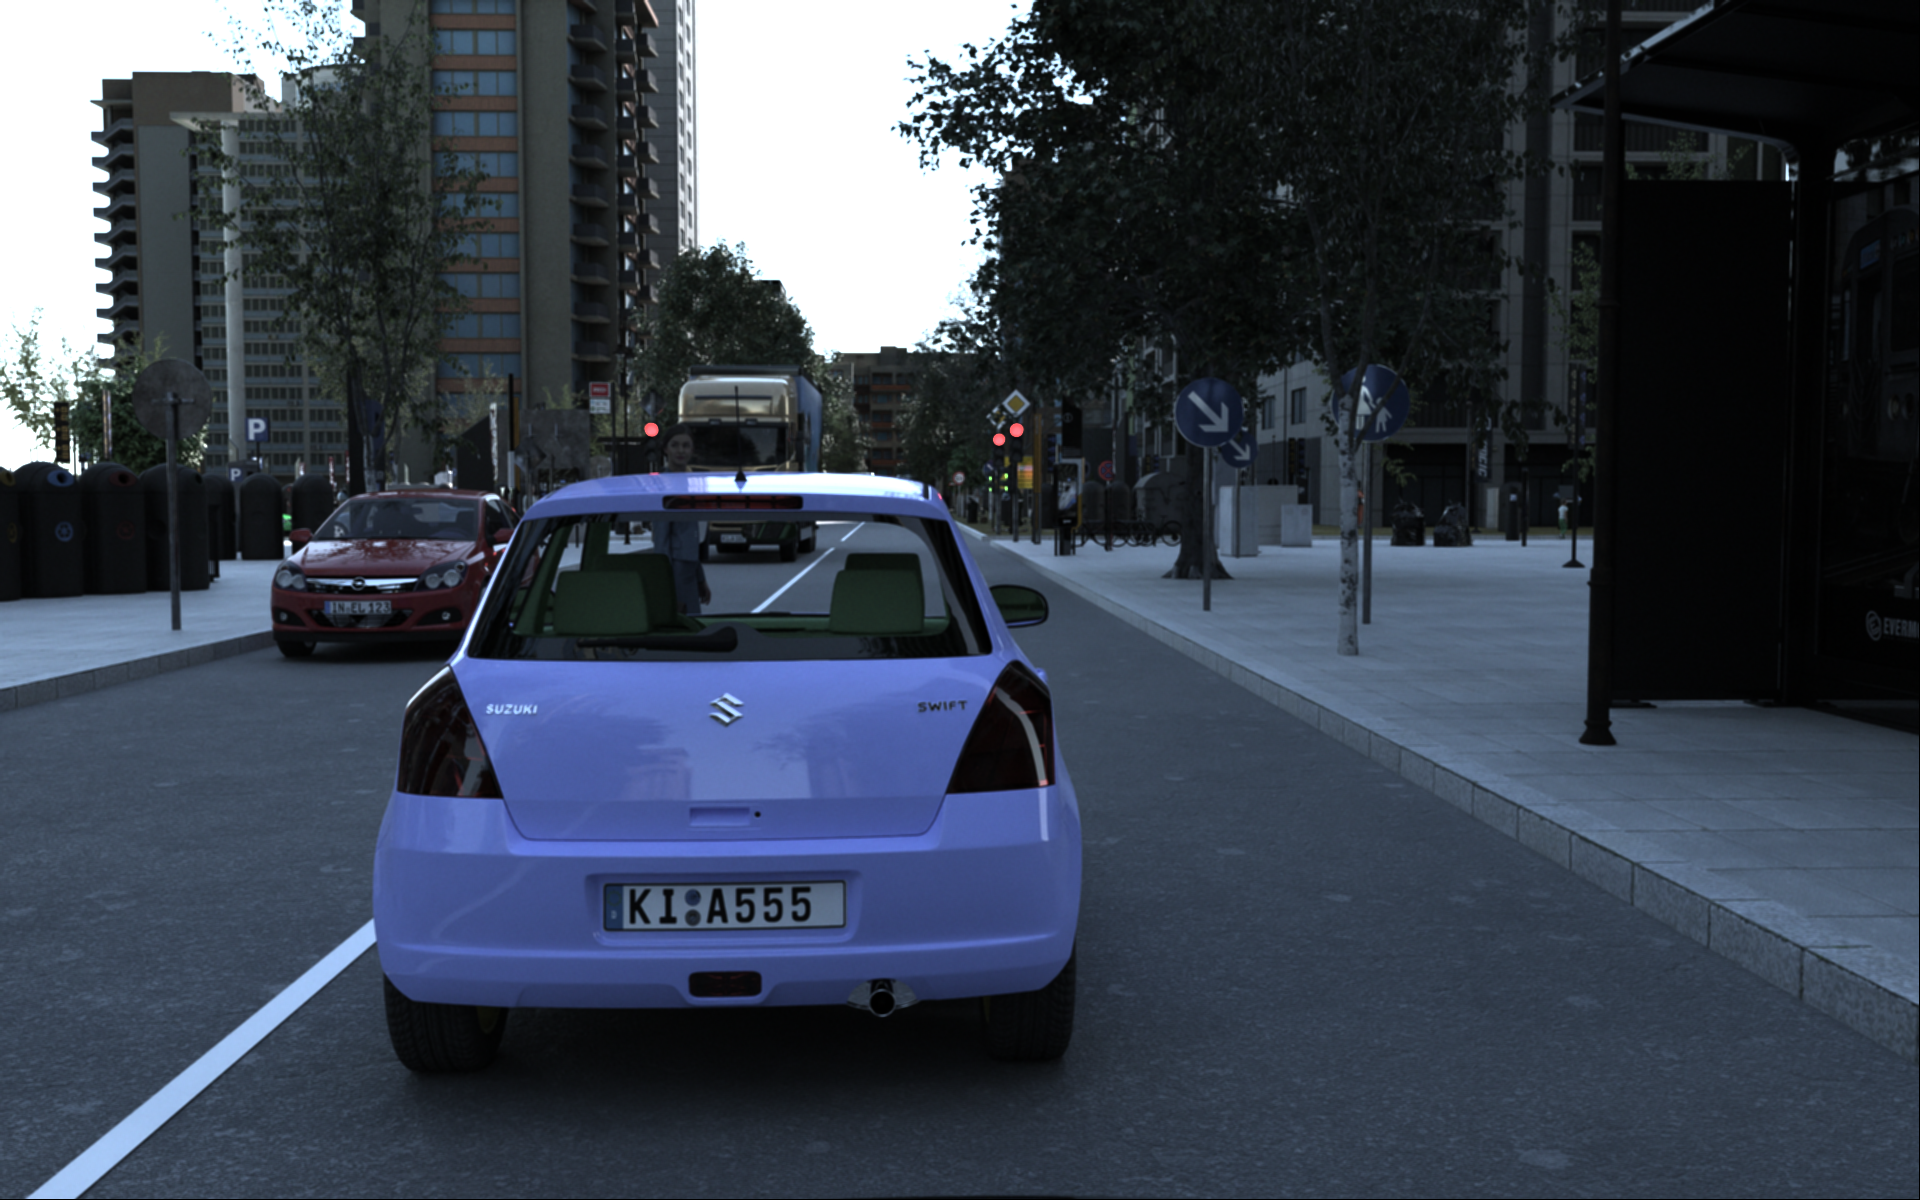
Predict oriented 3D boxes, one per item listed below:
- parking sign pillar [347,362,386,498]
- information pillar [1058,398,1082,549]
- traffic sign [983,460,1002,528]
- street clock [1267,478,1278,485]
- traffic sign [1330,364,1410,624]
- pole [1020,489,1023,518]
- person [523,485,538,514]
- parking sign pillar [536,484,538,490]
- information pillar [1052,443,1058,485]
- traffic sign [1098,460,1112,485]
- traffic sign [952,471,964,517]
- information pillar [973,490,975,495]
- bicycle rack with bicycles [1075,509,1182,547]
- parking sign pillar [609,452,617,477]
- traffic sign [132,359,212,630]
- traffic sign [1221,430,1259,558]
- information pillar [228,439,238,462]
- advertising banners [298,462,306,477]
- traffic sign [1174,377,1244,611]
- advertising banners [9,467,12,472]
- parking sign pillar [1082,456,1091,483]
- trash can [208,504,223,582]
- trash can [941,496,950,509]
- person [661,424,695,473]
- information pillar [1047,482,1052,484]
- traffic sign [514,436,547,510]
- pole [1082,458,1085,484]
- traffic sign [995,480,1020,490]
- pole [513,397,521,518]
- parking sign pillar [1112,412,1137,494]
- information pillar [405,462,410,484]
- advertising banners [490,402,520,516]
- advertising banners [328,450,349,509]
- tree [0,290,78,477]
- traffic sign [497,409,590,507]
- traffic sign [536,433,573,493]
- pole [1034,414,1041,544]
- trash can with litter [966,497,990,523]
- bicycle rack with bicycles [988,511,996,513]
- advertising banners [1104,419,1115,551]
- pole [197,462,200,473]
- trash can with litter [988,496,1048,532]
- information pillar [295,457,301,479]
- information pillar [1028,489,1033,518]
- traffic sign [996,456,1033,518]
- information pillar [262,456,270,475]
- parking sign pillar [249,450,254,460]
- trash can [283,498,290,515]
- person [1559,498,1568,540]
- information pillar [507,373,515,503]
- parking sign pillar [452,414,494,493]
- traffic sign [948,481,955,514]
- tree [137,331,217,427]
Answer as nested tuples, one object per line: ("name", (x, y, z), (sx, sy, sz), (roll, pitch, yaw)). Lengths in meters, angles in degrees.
("parking sign pillar", (-12.335, -2.910, 36.044), (1.447, 3.967, 1.447), (0, 4, -4))
("information pillar", (2.597, -3.002, 40.435), (0.504, 3.616, 0.183), (0, 4, 7))
("traffic sign", (1.234, -3.943, 64.580), (0.768, 2.556, 0.104), (0, 4, 0))
("street clock", (14.160, -4.521, 78.493), (0.471, 2.002, 0.358), (0, 4, -2))
("traffic sign", (4.022, -1.037, 17.060), (0.768, 2.556, 0.104), (0, 4, 7))
("pole", (3.358, -6.103, 93.620), (0.158, 3.312, 0.155), (0, 3, 0))
("person", (-12.138, -2.421, 49.085), (0.512, 1.701, 0.522), (-3, 4, -37))
("parking sign pillar", (-26.144, -7.216, 106.453), (1.447, 3.967, 1.447), (-3, 5, -45))
("information pillar", (4.440, -5.440, 80.296), (0.183, 3.616, 0.504), (-2, 4, -27))
("traffic sign", (5.597, -3.995, 65.425), (0.768, 2.556, 0.104), (0, 4, 0))
("traffic sign", (-0.037, -5.915, 96.818), (0.768, 2.556, 0.104), (0, 4, 6))
("information pillar", (1.003, -8.374, 128.276), (0.183, 3.616, 0.504), (2, 4, 28))
("bicycle rack with bicycles", (4.083, -1.806, 42.910), (2.925, 0.926, 2.852), (0, 4, 6))
("parking sign pillar", (-20.418, -6.949, 102.093), (1.447, 3.967, 1.447), (-3, 5, -41))
("traffic sign", (-7.416, -0.991, 16.314), (0.768, 2.556, 0.104), (0, 4, 3))
("traffic sign", (5.555, -2.107, 34.554), (0.768, 2.556, 0.104), (0, 3, 0))
("information pillar", (-30.877, -5.033, 73.649), (0.504, 3.616, 0.183), (2, 4, 25))
("advertising banners", (-36.634, -6.043, 94.983), (2.074, 3.025, 0.090), (2, 4, 25))
("traffic sign", (2.719, -1.156, 19.000), (0.768, 2.556, 0.104), (0, 4, 1))
("advertising banners", (-61.274, -7.038, 111.263), (2.074, 3.025, 0.090), (3, 5, 40))
("parking sign pillar", (7.110, -6.836, 100.244), (1.447, 3.967, 1.447), (2, 4, 28))
("trash can", (-11.145, -0.833, 25.269), (0.748, 1.137, 0.748), (0, 3, 0))
("trash can", (-1.055, -6.820, 123.161), (0.748, 1.137, 0.748), (0, 3, 0))
("person", (-1.628, -0.074, 9.742), (0.654, 1.822, 0.581), (2, 4, 28))
("information pillar", (5.538, -6.246, 106.618), (0.304, 2.012, 0.304), (1, 4, 20))
("traffic sign", (-8.616, -2.040, 34.541), (0.795, 2.450, 0.064), (0, 4, 4))
("pole", (6.844, -6.288, 96.659), (0.158, 3.312, 0.155), (0, 3, 0))
("traffic sign", (2.946, -7.325, 113.629), (2.265, 3.308, 0.079), (0, 4, 2))
("pole", (-9.355, -2.608, 36.486), (0.158, 3.312, 0.155), (0, 3, 0))
("parking sign pillar", (5.450, -4.224, 57.529), (1.447, 3.967, 1.447), (-1, 4, -13))
("information pillar", (-40.877, -8.364, 128.104), (0.504, 3.616, 0.183), (3, 5, 40))
("advertising banners", (-8.561, -2.223, 32.540), (0.090, 3.025, 2.074), (-2, 4, -27))
("advertising banners", (-24.415, -4.401, 68.143), (0.090, 3.025, 2.074), (1, 4, 10))
("tree", (-33.442, -6.885, 62.926), (4.737, 8.622, 4.395), (0, 3, 0))
("traffic sign", (-10.017, -2.924, 41.683), (2.265, 3.308, 0.079), (0, 4, 5))
("traffic sign", (-8.645, -2.245, 36.702), (0.884, 2.594, 0.081), (0, 4, 0))
("pole", (1.977, -3.080, 44.194), (0.158, 3.312, 0.155), (0, 3, 0))
("trash can with litter", (0.783, -3.959, 76.114), (1.055, 1.170, 0.624), (1, 4, 14))
("bicycle rack with bicycles", (3.216, -6.260, 115.734), (2.852, 0.926, 2.925), (1, 4, 22))
("advertising banners", (3.449, -2.657, 39.631), (0.090, 3.025, 2.074), (1, 4, 10))
("pole", (-47.584, -7.002, 108.333), (0.158, 3.312, 0.155), (0, 3, 0))
("trash can with litter", (1.971, -2.949, 59.270), (2.233, 1.210, 1.678), (-1, 4, -8))
("information pillar", (-41.501, -7.175, 108.669), (0.504, 3.616, 0.183), (2, 4, 35))
("information pillar", (3.847, -5.379, 92.443), (0.304, 2.012, 0.304), (-3, 5, -41))
("traffic sign", (3.021, -5.983, 91.693), (2.265, 3.308, 0.079), (0, 4, 3))
("information pillar", (-42.873, -7.076, 107.054), (0.504, 3.616, 0.183), (1, 4, 8))
("parking sign pillar", (-42.732, -7.072, 104.093), (1.447, 3.967, 1.447), (-1, 4, -11))
("trash can", (-24.695, -3.133, 62.870), (0.748, 1.137, 0.748), (0, 3, 0))
("person", (18.379, -2.450, 52.803), (0.306, 1.304, 0.590), (3, 4, 38))
("information pillar", (-8.764, -2.598, 33.831), (0.183, 3.616, 0.504), (-1, 4, -19))
("parking sign pillar", (-15.993, -4.184, 56.874), (1.447, 3.967, 1.447), (-3, 5, -41))
("traffic sign", (-0.326, -6.725, 109.964), (0.884, 2.594, 0.081), (0, 4, 6))
("tree", (-35.617, -7.747, 77.022), (4.737, 8.622, 4.395), (0, 3, 0))
